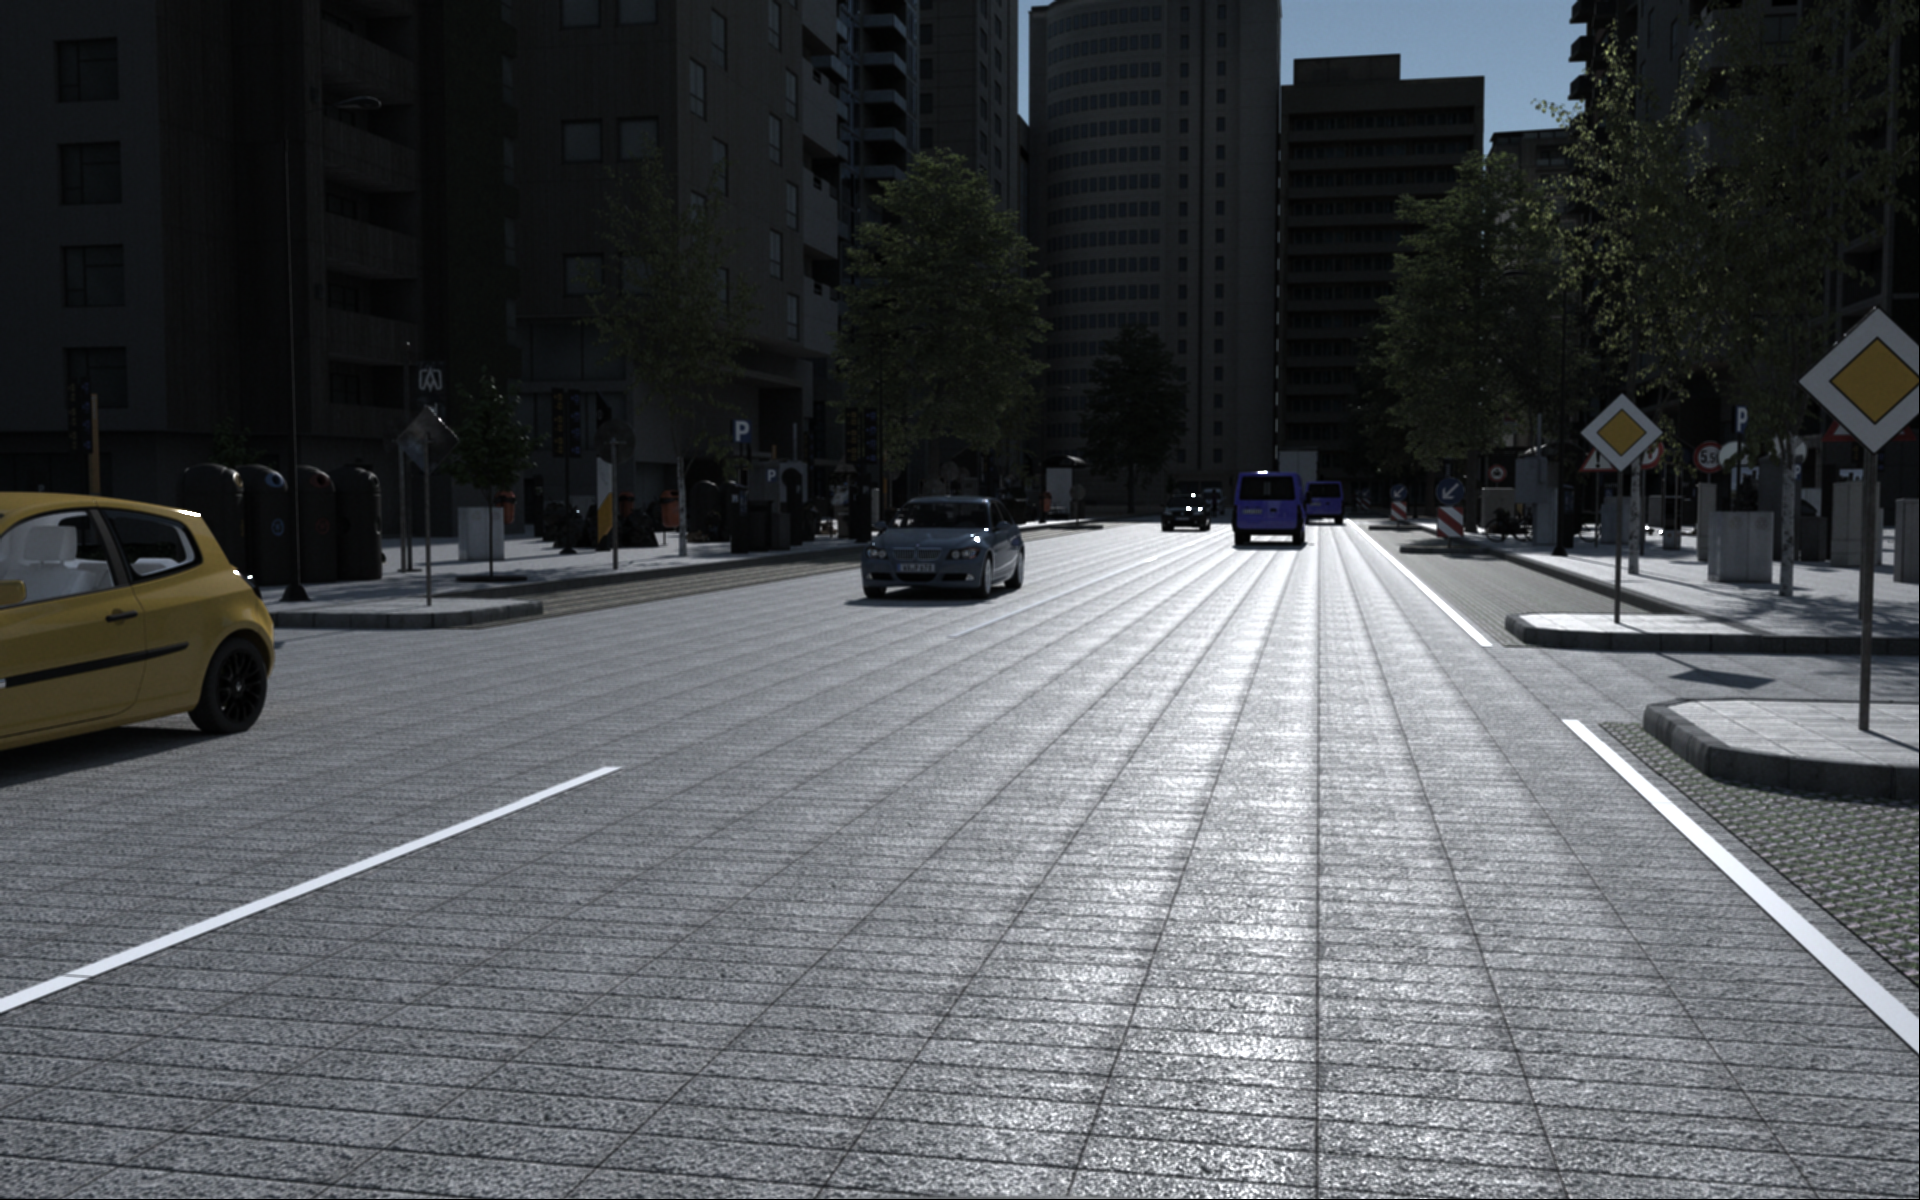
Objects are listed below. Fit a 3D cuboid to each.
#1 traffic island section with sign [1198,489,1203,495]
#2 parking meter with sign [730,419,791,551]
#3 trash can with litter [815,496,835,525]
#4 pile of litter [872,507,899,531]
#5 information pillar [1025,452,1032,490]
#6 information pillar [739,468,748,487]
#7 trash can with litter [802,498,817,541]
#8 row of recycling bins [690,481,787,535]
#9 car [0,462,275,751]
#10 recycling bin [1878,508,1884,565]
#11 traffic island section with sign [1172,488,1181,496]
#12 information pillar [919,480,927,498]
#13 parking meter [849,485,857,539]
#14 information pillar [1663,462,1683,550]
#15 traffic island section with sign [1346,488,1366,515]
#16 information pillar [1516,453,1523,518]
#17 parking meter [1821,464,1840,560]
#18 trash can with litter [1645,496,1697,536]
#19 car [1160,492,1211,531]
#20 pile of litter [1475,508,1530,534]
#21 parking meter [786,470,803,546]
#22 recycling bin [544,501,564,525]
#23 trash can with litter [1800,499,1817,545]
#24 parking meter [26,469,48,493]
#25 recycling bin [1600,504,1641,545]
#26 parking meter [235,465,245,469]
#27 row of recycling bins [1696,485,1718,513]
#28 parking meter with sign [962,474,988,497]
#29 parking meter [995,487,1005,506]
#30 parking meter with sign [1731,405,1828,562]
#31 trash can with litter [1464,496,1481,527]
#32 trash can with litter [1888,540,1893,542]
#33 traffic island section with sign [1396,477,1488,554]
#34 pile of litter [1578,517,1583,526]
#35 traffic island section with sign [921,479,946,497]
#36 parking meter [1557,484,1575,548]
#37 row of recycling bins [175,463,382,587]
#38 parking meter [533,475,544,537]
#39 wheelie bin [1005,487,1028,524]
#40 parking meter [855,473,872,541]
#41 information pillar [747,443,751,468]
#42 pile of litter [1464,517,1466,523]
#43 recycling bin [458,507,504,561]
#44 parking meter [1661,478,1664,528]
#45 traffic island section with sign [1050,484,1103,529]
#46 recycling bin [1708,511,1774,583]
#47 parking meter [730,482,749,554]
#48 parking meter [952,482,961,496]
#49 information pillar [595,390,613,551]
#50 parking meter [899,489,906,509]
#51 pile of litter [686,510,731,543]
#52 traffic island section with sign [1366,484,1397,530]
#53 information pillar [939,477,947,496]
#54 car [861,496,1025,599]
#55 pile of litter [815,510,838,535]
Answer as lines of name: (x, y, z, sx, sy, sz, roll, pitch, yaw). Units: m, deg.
traffic island section with sign: (20.588, -8.449, 146.776, 1.989, 1.847, 2.006, 1, 4, 12)
parking meter with sign: (-4.557, -2.673, 39.957, 0.543, 3.016, 1.738, -3, 5, -43)
trash can with litter: (-6.131, -3.687, 71.332, 2.233, 1.210, 1.678, -1, 4, -17)
pile of litter: (-2.529, -2.817, 60.016, 1.176, 0.858, 1.719, -3, 5, -44)
information pillar: (3.700, -6.266, 93.799, 0.504, 3.616, 0.183, 3, 5, 40)
information pillar: (-6.160, -2.767, 49.727, 0.304, 2.012, 0.304, 1, 4, 11)
trash can with litter: (-4.404, -2.176, 46.968, 1.055, 1.170, 0.624, 0, 4, -8)
row of recycling bins: (-6.988, -2.956, 55.447, 3.534, 1.692, 1.069, -3, 5, -41)
car: (-5.421, 0.063, 9.190, 2.015, 1.641, 3.980, 1, 4, 12)
recycling bin: (16.419, -1.170, 31.691, 0.722, 1.027, 0.722, 1, 4, 17)
traffic island section with sign: (15.040, -6.818, 120.097, 1.989, 1.847, 2.006, 1, 4, 12)
information pillar: (-1.919, -5.202, 89.546, 0.304, 2.012, 0.304, 2, 4, 29)
parking meter: (-2.986, -2.506, 49.385, 0.372, 1.533, 0.369, 0, 3, 0)
information pillar: (16.378, -2.159, 39.798, 0.304, 2.012, 0.304, 3, 5, 45)
traffic island section with sign: (27.262, -6.621, 116.881, 1.989, 1.847, 2.006, 1, 4, 12)
information pillar: (27.772, -5.787, 85.966, 0.504, 3.616, 0.183, -3, 4, -37)
parking meter: (17.056, -1.728, 33.965, 0.255, 1.863, 0.399, 3, 4, 37)
trash can with litter: (22.231, -2.629, 54.036, 2.233, 1.210, 1.678, 1, 4, 9)
car: (8.962, -3.592, 68.515, 2.009, 1.686, 4.222, 1, 4, 12)
pile of litter: (17.525, -2.561, 55.832, 1.176, 0.858, 1.719, -3, 5, -43)
parking meter: (-4.105, -2.279, 42.974, 0.255, 1.863, 0.399, 2, 4, 27)
recycling bin: (-14.808, -3.063, 62.635, 0.722, 1.027, 0.722, 2, 4, 34)
trash can with litter: (19.181, -1.693, 39.064, 0.624, 1.170, 1.055, -1, 4, -10)
parking meter: (-21.605, -2.133, 40.581, 0.255, 1.863, 0.399, 1, 4, 15)
recycling bin: (16.935, -1.948, 44.399, 0.722, 1.027, 0.722, -2, 4, -34)
parking meter: (-14.435, -1.785, 34.890, 0.255, 1.863, 0.399, -2, 4, -28)
row of recycling bins: (33.637, -4.378, 78.689, 1.069, 1.692, 3.534, 3, 4, 38)
parking meter with sign: (0.462, -5.061, 79.007, 1.738, 3.016, 0.543, 0, 4, 7)
parking meter: (1.528, -3.483, 65.366, 0.372, 1.533, 0.369, 0, 3, 0)
parking meter with sign: (15.892, -2.282, 33.565, 0.543, 3.016, 1.738, -3, 4, -39)
trash can with litter: (19.822, -3.411, 66.835, 2.233, 1.210, 1.678, -3, 4, -36)
trash can with litter: (25.832, -2.133, 45.924, 2.233, 1.210, 1.678, 1, 4, 19)
traffic island section with sign: (11.713, -2.040, 41.986, 1.989, 1.847, 2.006, 1, 4, 12)
pile of litter: (22.667, -3.125, 65.059, 1.719, 0.858, 1.176, -1, 4, -21)
traffic island section with sign: (-0.729, -2.173, 44.149, 1.989, 1.847, 2.006, 1, 4, 12)
parking meter: (14.379, -2.000, 41.116, 0.372, 1.533, 0.369, 0, 3, 0)
row of recycling bins: (-9.675, -1.074, 24.677, 1.069, 1.692, 3.534, 1, 4, 22)
parking meter: (-12.585, -2.815, 51.737, 0.255, 1.863, 0.399, -1, 4, -19)
wheelie bin: (2.395, -4.039, 73.948, 0.980, 1.594, 0.693, -2, 4, -29)
parking meter: (-2.636, -2.543, 47.285, 0.399, 1.863, 0.255, -2, 4, -25)
information pillar: (-8.857, -4.976, 72.707, 0.183, 3.616, 0.504, -1, 4, -20)
pile of litter: (21.711, -3.797, 76.053, 1.719, 0.858, 1.176, -2, 4, -31)
recycling bin: (-9.271, -1.283, 33.527, 0.722, 1.027, 0.722, -2, 4, -30)
parking meter: (26.328, -3.603, 64.618, 0.255, 1.863, 0.399, 1, 4, 15)
traffic island section with sign: (4.807, -3.803, 70.805, 1.989, 1.847, 2.006, 1, 4, 12)
recycling bin: (11.403, -0.780, 25.310, 0.722, 1.027, 0.722, 1, 4, 9)
parking meter: (-4.765, -1.774, 37.410, 0.372, 1.533, 0.369, 0, 3, 0)
parking meter: (-0.178, -4.860, 85.178, 0.399, 1.863, 0.255, 3, 5, 41)
information pillar: (-7.984, -2.906, 38.862, 0.504, 3.616, 0.183, 3, 5, 44)
parking meter: (-2.965, -4.974, 89.743, 0.372, 1.533, 0.369, 0, 3, 0)
pile of litter: (-6.833, -1.978, 46.298, 1.176, 0.858, 1.719, 3, 5, 45)
traffic island section with sign: (17.309, -3.687, 68.913, 1.989, 1.847, 2.006, 1, 4, 12)
information pillar: (-0.726, -4.172, 72.711, 0.304, 2.012, 0.304, 1, 4, 10)
car: (-0.158, -0.815, 25.320, 2.014, 1.417, 4.499, 1, 4, 11)
pile of litter: (-4.352, -2.498, 54.808, 1.176, 0.858, 1.719, 1, 4, 22)
